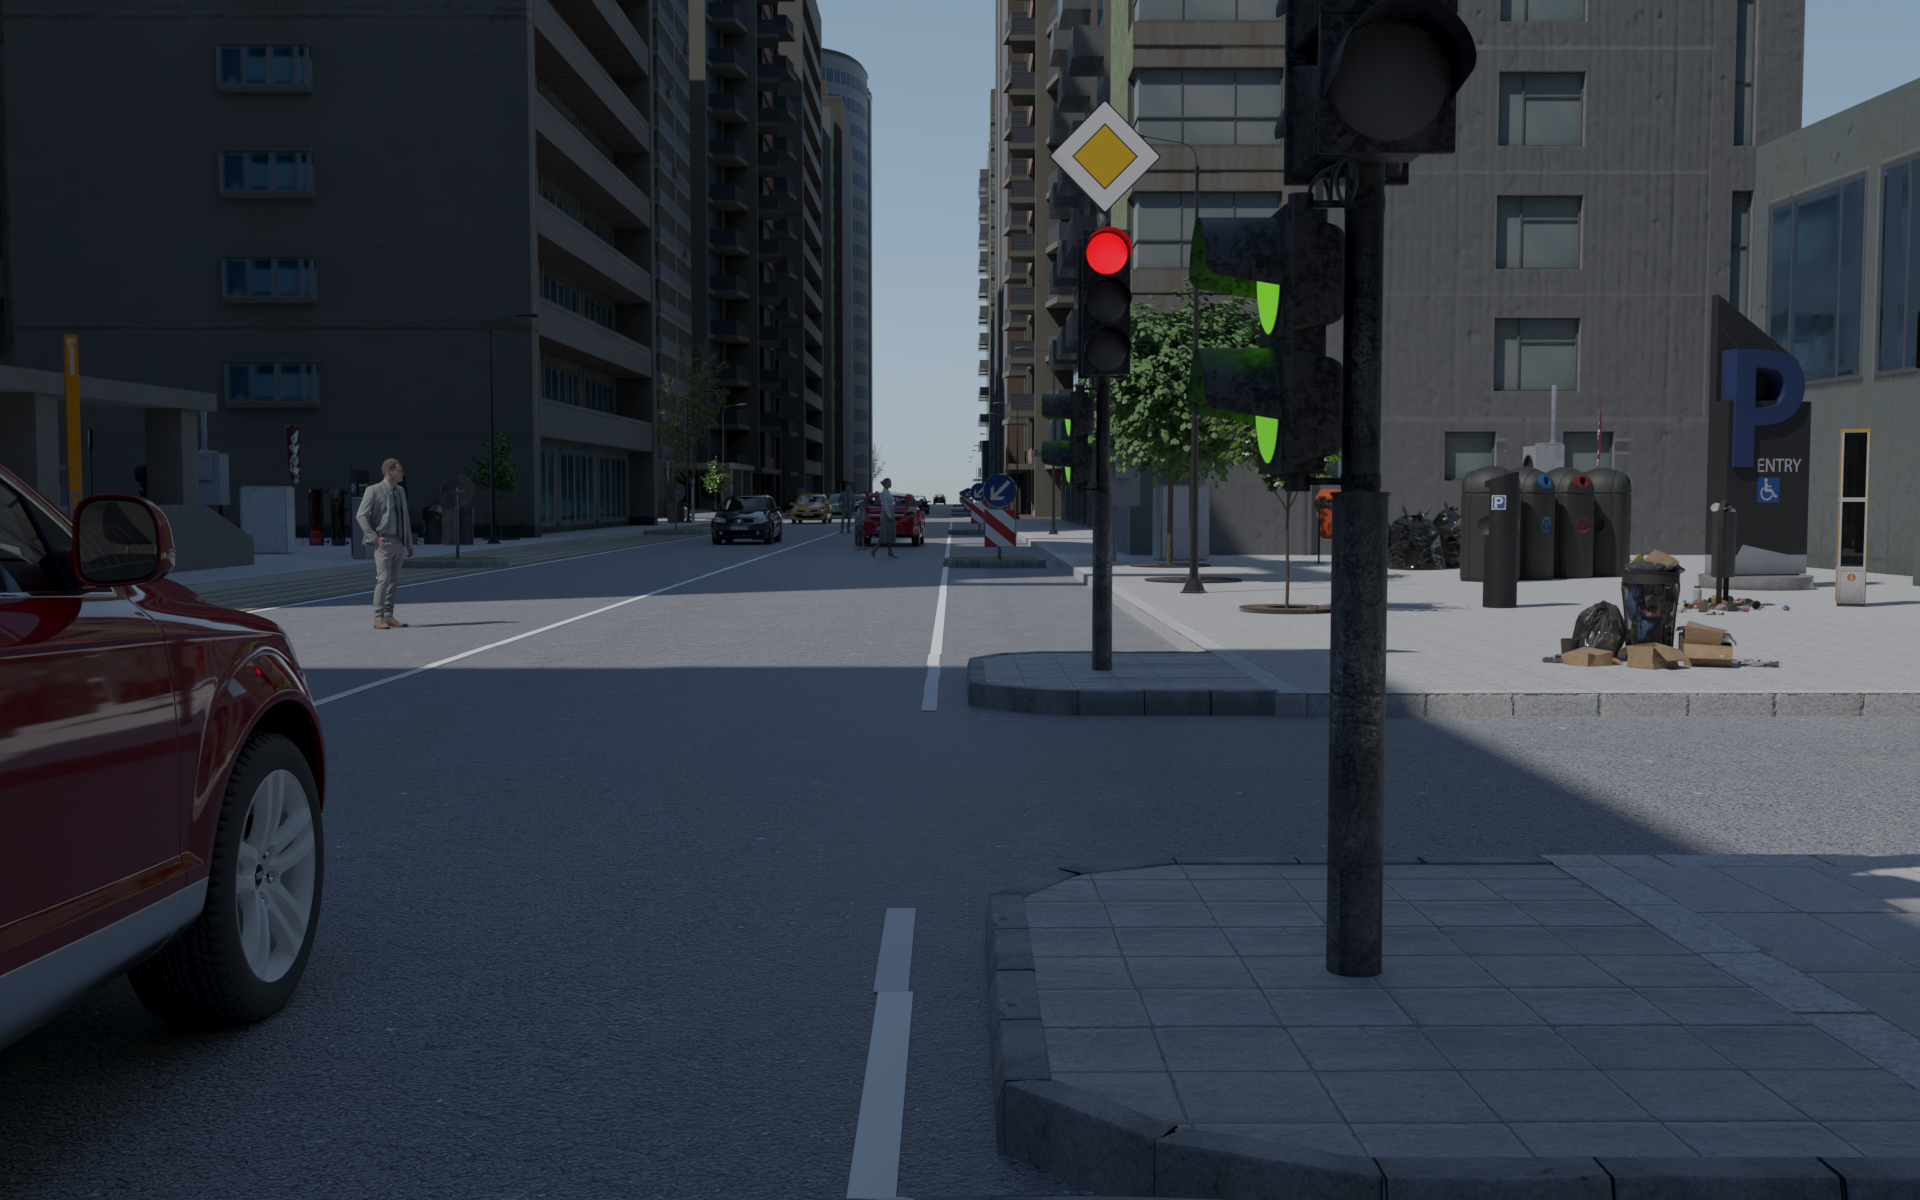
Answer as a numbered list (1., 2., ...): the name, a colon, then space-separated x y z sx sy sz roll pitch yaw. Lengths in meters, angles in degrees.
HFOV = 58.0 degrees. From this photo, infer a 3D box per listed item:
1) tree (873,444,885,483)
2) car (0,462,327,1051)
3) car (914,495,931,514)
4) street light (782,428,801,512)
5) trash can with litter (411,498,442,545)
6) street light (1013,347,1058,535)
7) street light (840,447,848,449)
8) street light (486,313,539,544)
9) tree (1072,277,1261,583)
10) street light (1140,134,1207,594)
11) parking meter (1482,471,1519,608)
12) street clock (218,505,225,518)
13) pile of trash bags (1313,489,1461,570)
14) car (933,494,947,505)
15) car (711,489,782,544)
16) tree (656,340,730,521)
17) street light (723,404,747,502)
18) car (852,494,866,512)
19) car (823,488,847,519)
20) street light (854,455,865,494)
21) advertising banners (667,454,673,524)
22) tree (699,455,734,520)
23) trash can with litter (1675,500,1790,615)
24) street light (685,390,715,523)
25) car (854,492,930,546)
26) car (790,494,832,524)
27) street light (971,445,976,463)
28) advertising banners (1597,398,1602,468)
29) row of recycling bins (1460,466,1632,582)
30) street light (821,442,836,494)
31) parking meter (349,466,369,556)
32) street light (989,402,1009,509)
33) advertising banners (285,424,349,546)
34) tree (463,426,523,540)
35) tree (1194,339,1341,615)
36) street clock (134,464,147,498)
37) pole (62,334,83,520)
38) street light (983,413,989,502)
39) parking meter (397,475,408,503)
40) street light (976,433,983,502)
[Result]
1. tree: -12.683 -18.173 247.492 4.360 8.622 3.978 0 3 0
2. car: -2.833 0.343 3.073 2.281 1.827 5.304 0 4 -1
3. car: -3.066 -6.775 123.356 1.945 1.354 3.894 0 4 1
4. street light: -11.766 -9.087 121.112 1.470 5.913 1.316 0 4 0
5. trash can with litter: -13.620 -1.989 43.913 1.055 1.170 0.624 -1 4 -11
6. street light: 2.425 -5.031 54.801 1.470 5.913 1.316 0 4 0
7. street light: -11.890 -12.228 172.469 1.470 5.913 1.316 0 4 0
8. street light: -11.483 -4.400 44.482 1.470 5.913 1.316 0 4 0
9. tree: 3.454 -2.556 25.499 4.285 4.588 4.351 0 3 0
10. street light: 2.490 -3.043 22.286 1.470 5.913 1.316 0 4 0
11. parking meter: 6.109 -0.682 19.564 0.372 1.533 0.369 0 3 0
12. street clock: -16.319 -2.058 38.214 0.471 2.002 0.358 3 5 45
13. pile of trash bags: 7.502 -1.287 30.790 1.912 1.369 3.447 -2 4 -29
14. car: -2.811 -14.032 239.210 2.009 1.686 4.222 0 4 1
15. car: -6.195 -2.491 50.518 2.009 1.686 4.222 0 4 0
16. tree: -12.919 -8.067 82.251 4.737 8.622 4.395 0 3 0
17. street light: -11.601 -7.119 88.931 1.470 5.913 1.316 0 4 0
18. car: -7.294 -6.747 122.117 2.131 1.459 4.920 0 4 -2
19. car: -7.514 -5.714 102.213 1.959 1.807 4.718 0 4 -2
20. street light: -11.979 -14.227 205.144 1.470 5.913 1.316 0 4 0
21. advertising banners: -12.533 -4.816 74.929 0.090 3.025 2.074 -1 4 -15
22. tree: -12.167 -5.603 86.218 1.663 3.219 1.824 0 3 0
23. trash can with litter: 8.355 -0.507 19.350 1.678 1.210 2.233 2 4 32
24. street light: -11.585 -6.399 77.161 1.470 5.913 1.316 0 4 0
25. car: -1.946 -2.434 48.829 2.155 1.783 4.494 0 4 1
26. car: -7.254 -4.560 84.784 2.015 1.641 3.980 0 4 1
27. street light: 1.999 -11.725 164.244 1.470 5.913 1.316 0 4 0
28. advertising banners: 12.040 -2.234 32.706 0.090 3.025 2.074 1 4 20
29. row of recycling bins: 8.869 -1.172 26.269 3.534 1.692 1.069 -2 4 -35
30. street light: -11.705 -11.054 153.274 1.470 5.913 1.316 0 4 0
31. parking meter: -12.396 -1.839 35.784 0.399 1.863 0.255 3 5 44
32. street light: 2.359 -7.043 87.688 1.470 5.913 1.316 0 4 0
33. advertising banners: -16.007 -2.867 43.057 2.074 3.025 0.090 2 4 28
34. tree: -12.814 -3.301 48.573 1.663 3.219 1.824 0 3 0
35. tree: 3.651 -1.476 18.737 1.663 3.219 1.824 0 3 0
36. street clock: -19.777 -2.293 42.060 0.358 2.002 0.471 1 4 10
37. pole: -11.388 -1.738 22.259 0.158 3.312 0.155 0 3 0
38. street light: 2.213 -7.747 99.201 1.470 5.913 1.316 0 4 0
39. parking meter: -14.934 -2.475 46.177 0.399 1.863 0.255 -1 4 -18
40. street light: 2.179 -9.761 132.137 1.470 5.913 1.316 0 4 0
